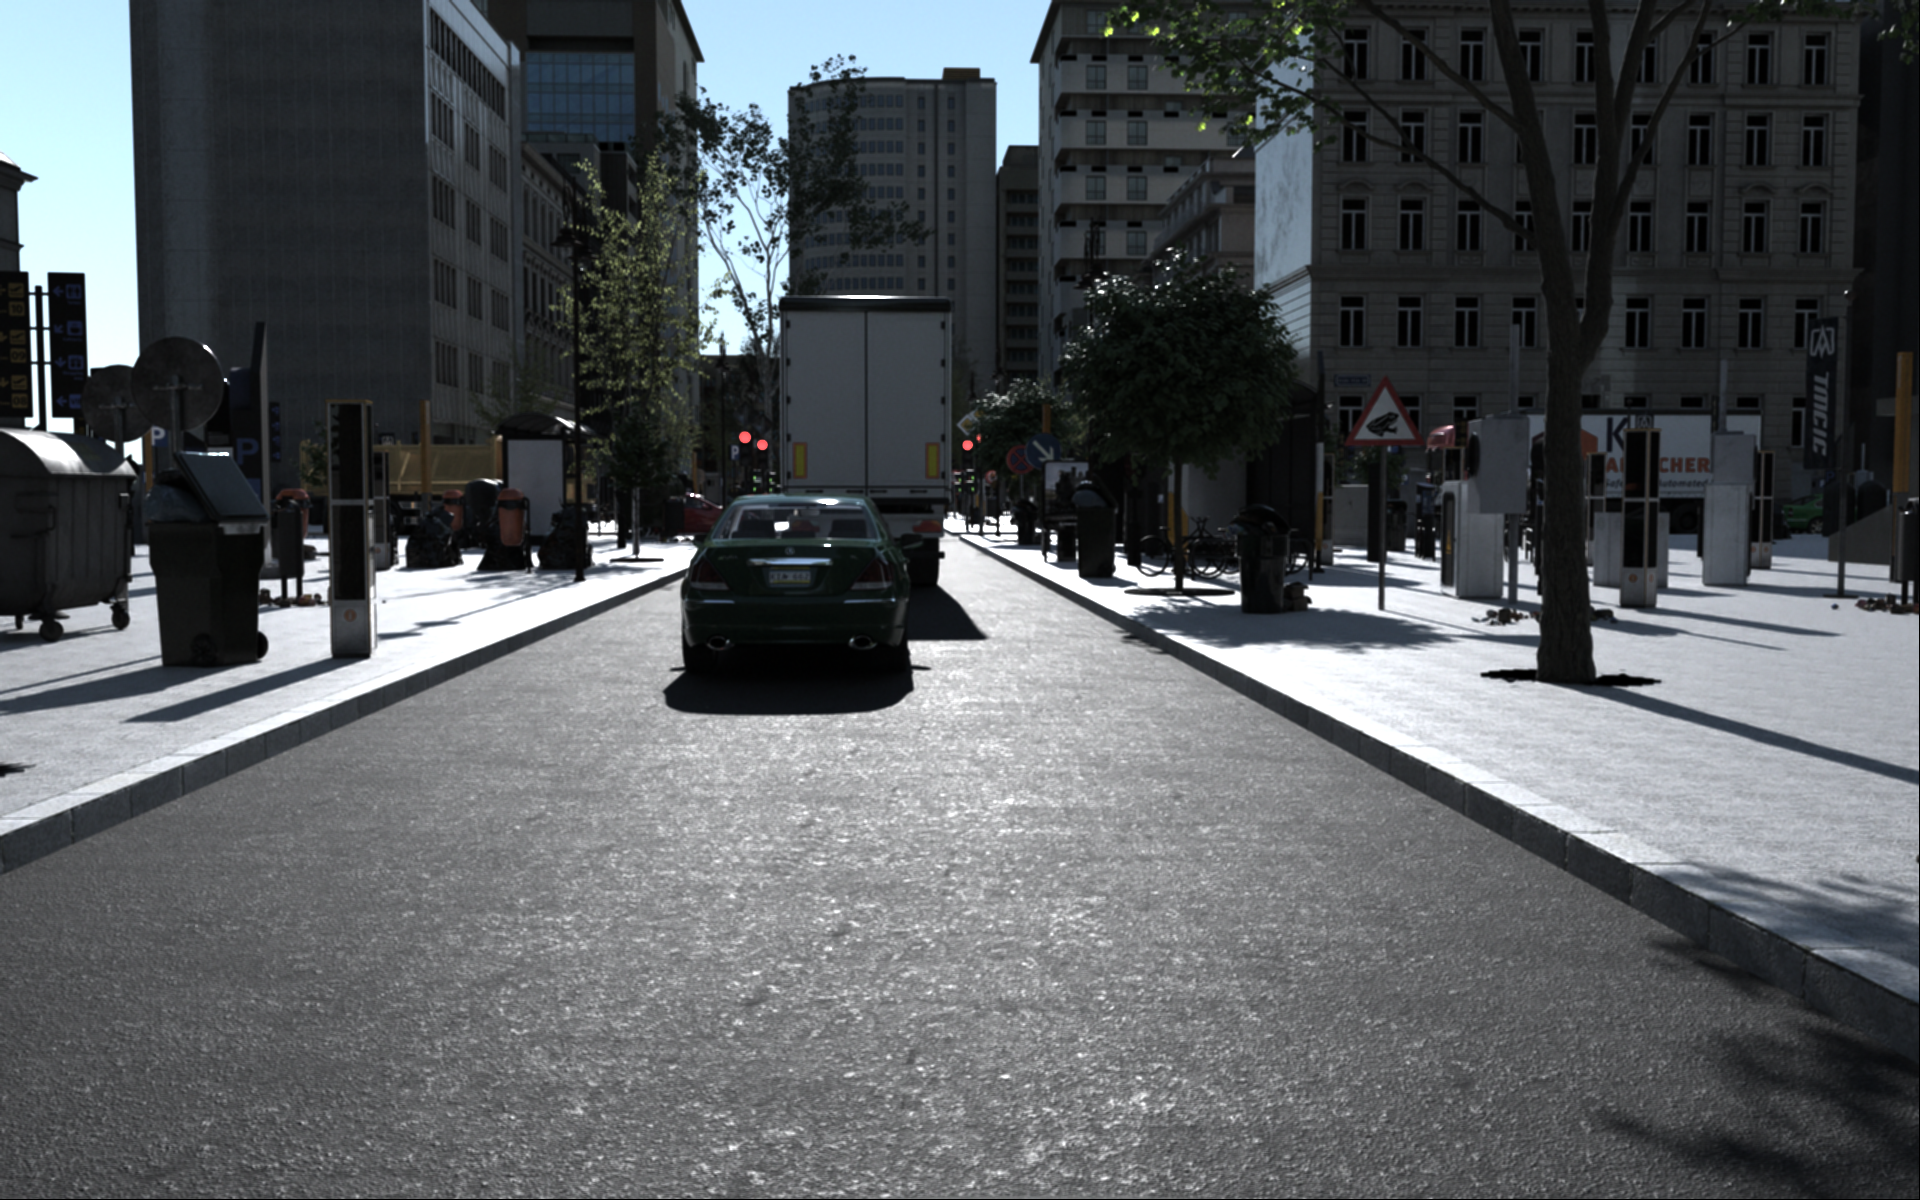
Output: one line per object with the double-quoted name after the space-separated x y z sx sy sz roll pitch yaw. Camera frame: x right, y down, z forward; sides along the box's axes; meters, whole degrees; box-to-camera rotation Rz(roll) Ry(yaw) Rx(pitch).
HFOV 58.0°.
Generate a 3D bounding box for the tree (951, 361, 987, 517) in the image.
-0.150 -8.842 94.929 4.737 8.622 4.395 0 3 0 "tree"

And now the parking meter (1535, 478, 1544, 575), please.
9.314 -1.163 27.424 0.372 1.533 0.369 0 3 0 "parking meter"

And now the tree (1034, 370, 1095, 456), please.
5.535 -9.316 102.685 4.360 8.622 3.978 0 3 0 "tree"

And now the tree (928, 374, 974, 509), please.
-2.150 -13.636 141.070 7.486 12.596 7.792 0 3 0 "tree"

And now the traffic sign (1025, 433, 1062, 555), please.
1.742 -2.208 36.203 0.768 2.556 0.104 0 4 1 "traffic sign"

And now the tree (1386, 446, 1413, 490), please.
10.794 -3.060 44.631 1.663 3.219 1.824 0 3 0 "tree"

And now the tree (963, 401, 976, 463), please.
1.756 -3.864 46.892 4.285 4.588 4.351 0 3 0 "tree"

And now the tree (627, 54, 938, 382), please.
-6.742 -13.306 73.449 12.611 20.169 13.585 0 3 0 "tree"

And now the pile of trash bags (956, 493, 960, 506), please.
0.679 -6.665 118.726 1.912 1.369 3.447 -3 4 -37 "pile of trash bags"

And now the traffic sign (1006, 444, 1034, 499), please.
1.574 -2.713 44.468 0.768 2.556 0.104 0 4 3 "traffic sign"

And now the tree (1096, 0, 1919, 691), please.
4.223 -5.257 11.709 9.928 11.665 9.643 0 3 0 "tree"

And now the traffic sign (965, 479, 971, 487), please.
0.625 -8.070 132.048 0.768 2.556 0.104 0 4 3 "traffic sign"

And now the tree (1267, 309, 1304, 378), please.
11.469 -7.213 68.289 4.737 8.622 4.395 0 3 0 "tree"

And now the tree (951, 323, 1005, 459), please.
-1.763 -12.851 120.485 12.009 13.543 11.850 0 3 0 "tree"

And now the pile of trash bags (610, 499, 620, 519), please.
-15.924 -4.720 86.931 3.447 1.369 1.912 -3 5 -43 "pile of trash bags"

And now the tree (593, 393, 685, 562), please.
-6.241 -2.337 32.807 1.663 3.219 1.824 0 3 0 "tree"

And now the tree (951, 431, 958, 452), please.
-2.265 -11.088 131.658 4.360 8.622 3.978 0 3 0 "tree"

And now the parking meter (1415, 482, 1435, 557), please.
9.459 -1.640 35.224 0.372 1.533 0.369 0 3 0 "parking meter"

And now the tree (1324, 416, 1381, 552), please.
8.128 -2.692 38.613 1.663 3.219 1.824 0 3 0 "tree"

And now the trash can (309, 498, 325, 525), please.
-26.510 -3.650 71.334 0.748 1.137 0.748 0 3 0 "trash can"

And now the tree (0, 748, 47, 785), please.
-4.974 -5.002 7.536 9.928 11.665 9.643 0 3 0 "tree"

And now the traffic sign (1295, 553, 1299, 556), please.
6.822 -2.131 34.942 0.768 2.556 0.104 0 4 -2 "traffic sign"

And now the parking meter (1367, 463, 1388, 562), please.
7.938 -1.663 32.909 0.255 1.863 0.399 3 4 38 "parking meter"

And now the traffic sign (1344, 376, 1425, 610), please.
4.665 -1.168 19.100 0.884 2.594 0.081 0 4 2 "traffic sign"

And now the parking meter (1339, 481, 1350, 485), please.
15.861 -4.018 71.408 0.399 1.863 0.255 3 5 40 "parking meter"

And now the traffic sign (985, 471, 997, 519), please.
1.706 -5.493 89.919 0.768 2.556 0.104 0 4 2 "traffic sign"

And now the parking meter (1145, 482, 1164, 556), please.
4.024 -1.676 35.806 0.372 1.533 0.369 0 3 0 "parking meter"

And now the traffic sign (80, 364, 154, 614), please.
-8.263 -1.036 17.051 0.768 2.556 0.104 0 4 -1 "traffic sign"

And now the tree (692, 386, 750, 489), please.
-16.176 -10.298 118.737 4.737 8.622 4.395 0 3 0 "tree"

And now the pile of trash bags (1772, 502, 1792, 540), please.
22.278 -2.403 49.042 1.912 1.369 3.447 3 4 39 "pile of trash bags"

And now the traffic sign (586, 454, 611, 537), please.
-10.840 -3.173 51.986 0.768 2.556 0.104 0 4 -2 "traffic sign"

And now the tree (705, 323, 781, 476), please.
-9.642 -9.755 93.905 8.767 10.594 7.601 0 4 -4 "tree"

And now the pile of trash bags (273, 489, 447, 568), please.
-10.583 -1.297 30.951 3.447 1.369 1.912 0 4 6 "pile of trash bags"

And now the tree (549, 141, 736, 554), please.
-6.903 -5.297 36.965 4.360 8.622 3.978 0 3 0 "tree"

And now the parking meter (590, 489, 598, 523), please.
-16.253 -4.194 76.982 0.372 1.533 0.369 0 3 0 "parking meter"

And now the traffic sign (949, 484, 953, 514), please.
-0.663 -6.836 111.871 0.768 2.556 0.104 0 4 0 "traffic sign"

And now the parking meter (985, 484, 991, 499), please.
1.592 -5.821 100.890 0.255 1.863 0.399 -3 5 -42 "parking meter"

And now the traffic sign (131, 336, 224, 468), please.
-6.332 -0.851 14.020 0.768 2.556 0.104 0 4 3 "traffic sign"

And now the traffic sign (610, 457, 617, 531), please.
-11.871 -3.639 59.610 0.768 2.556 0.104 0 4 -2 "traffic sign"

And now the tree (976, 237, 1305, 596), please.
2.849 -2.366 22.398 4.285 4.588 4.351 0 3 0 "tree"

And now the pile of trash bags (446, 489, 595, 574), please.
-7.280 -1.199 29.354 1.912 1.369 3.447 0 4 -3 "pile of trash bags"

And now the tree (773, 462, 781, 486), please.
-8.963 -5.712 87.996 1.663 3.219 1.824 0 3 0 "tree"

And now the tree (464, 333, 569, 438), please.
-19.944 -7.854 78.768 4.737 8.622 4.395 0 3 0 "tree"

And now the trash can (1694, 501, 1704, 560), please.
14.597 -1.337 33.506 0.748 1.137 0.748 0 3 0 "trash can"

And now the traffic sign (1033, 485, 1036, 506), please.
2.218 -3.142 51.484 0.768 2.556 0.104 0 4 5 "traffic sign"

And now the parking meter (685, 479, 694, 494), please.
-9.804 -3.477 62.559 0.399 1.863 0.255 -1 4 -19 "parking meter"

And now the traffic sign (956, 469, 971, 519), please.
0.178 -5.356 87.673 0.768 2.556 0.104 0 4 3 "traffic sign"

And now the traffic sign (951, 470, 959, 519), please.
-0.264 -5.540 90.692 0.768 2.556 0.104 0 4 5 "traffic sign"

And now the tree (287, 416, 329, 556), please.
-12.973 -2.559 36.442 1.663 3.219 1.824 0 3 0 "tree"
